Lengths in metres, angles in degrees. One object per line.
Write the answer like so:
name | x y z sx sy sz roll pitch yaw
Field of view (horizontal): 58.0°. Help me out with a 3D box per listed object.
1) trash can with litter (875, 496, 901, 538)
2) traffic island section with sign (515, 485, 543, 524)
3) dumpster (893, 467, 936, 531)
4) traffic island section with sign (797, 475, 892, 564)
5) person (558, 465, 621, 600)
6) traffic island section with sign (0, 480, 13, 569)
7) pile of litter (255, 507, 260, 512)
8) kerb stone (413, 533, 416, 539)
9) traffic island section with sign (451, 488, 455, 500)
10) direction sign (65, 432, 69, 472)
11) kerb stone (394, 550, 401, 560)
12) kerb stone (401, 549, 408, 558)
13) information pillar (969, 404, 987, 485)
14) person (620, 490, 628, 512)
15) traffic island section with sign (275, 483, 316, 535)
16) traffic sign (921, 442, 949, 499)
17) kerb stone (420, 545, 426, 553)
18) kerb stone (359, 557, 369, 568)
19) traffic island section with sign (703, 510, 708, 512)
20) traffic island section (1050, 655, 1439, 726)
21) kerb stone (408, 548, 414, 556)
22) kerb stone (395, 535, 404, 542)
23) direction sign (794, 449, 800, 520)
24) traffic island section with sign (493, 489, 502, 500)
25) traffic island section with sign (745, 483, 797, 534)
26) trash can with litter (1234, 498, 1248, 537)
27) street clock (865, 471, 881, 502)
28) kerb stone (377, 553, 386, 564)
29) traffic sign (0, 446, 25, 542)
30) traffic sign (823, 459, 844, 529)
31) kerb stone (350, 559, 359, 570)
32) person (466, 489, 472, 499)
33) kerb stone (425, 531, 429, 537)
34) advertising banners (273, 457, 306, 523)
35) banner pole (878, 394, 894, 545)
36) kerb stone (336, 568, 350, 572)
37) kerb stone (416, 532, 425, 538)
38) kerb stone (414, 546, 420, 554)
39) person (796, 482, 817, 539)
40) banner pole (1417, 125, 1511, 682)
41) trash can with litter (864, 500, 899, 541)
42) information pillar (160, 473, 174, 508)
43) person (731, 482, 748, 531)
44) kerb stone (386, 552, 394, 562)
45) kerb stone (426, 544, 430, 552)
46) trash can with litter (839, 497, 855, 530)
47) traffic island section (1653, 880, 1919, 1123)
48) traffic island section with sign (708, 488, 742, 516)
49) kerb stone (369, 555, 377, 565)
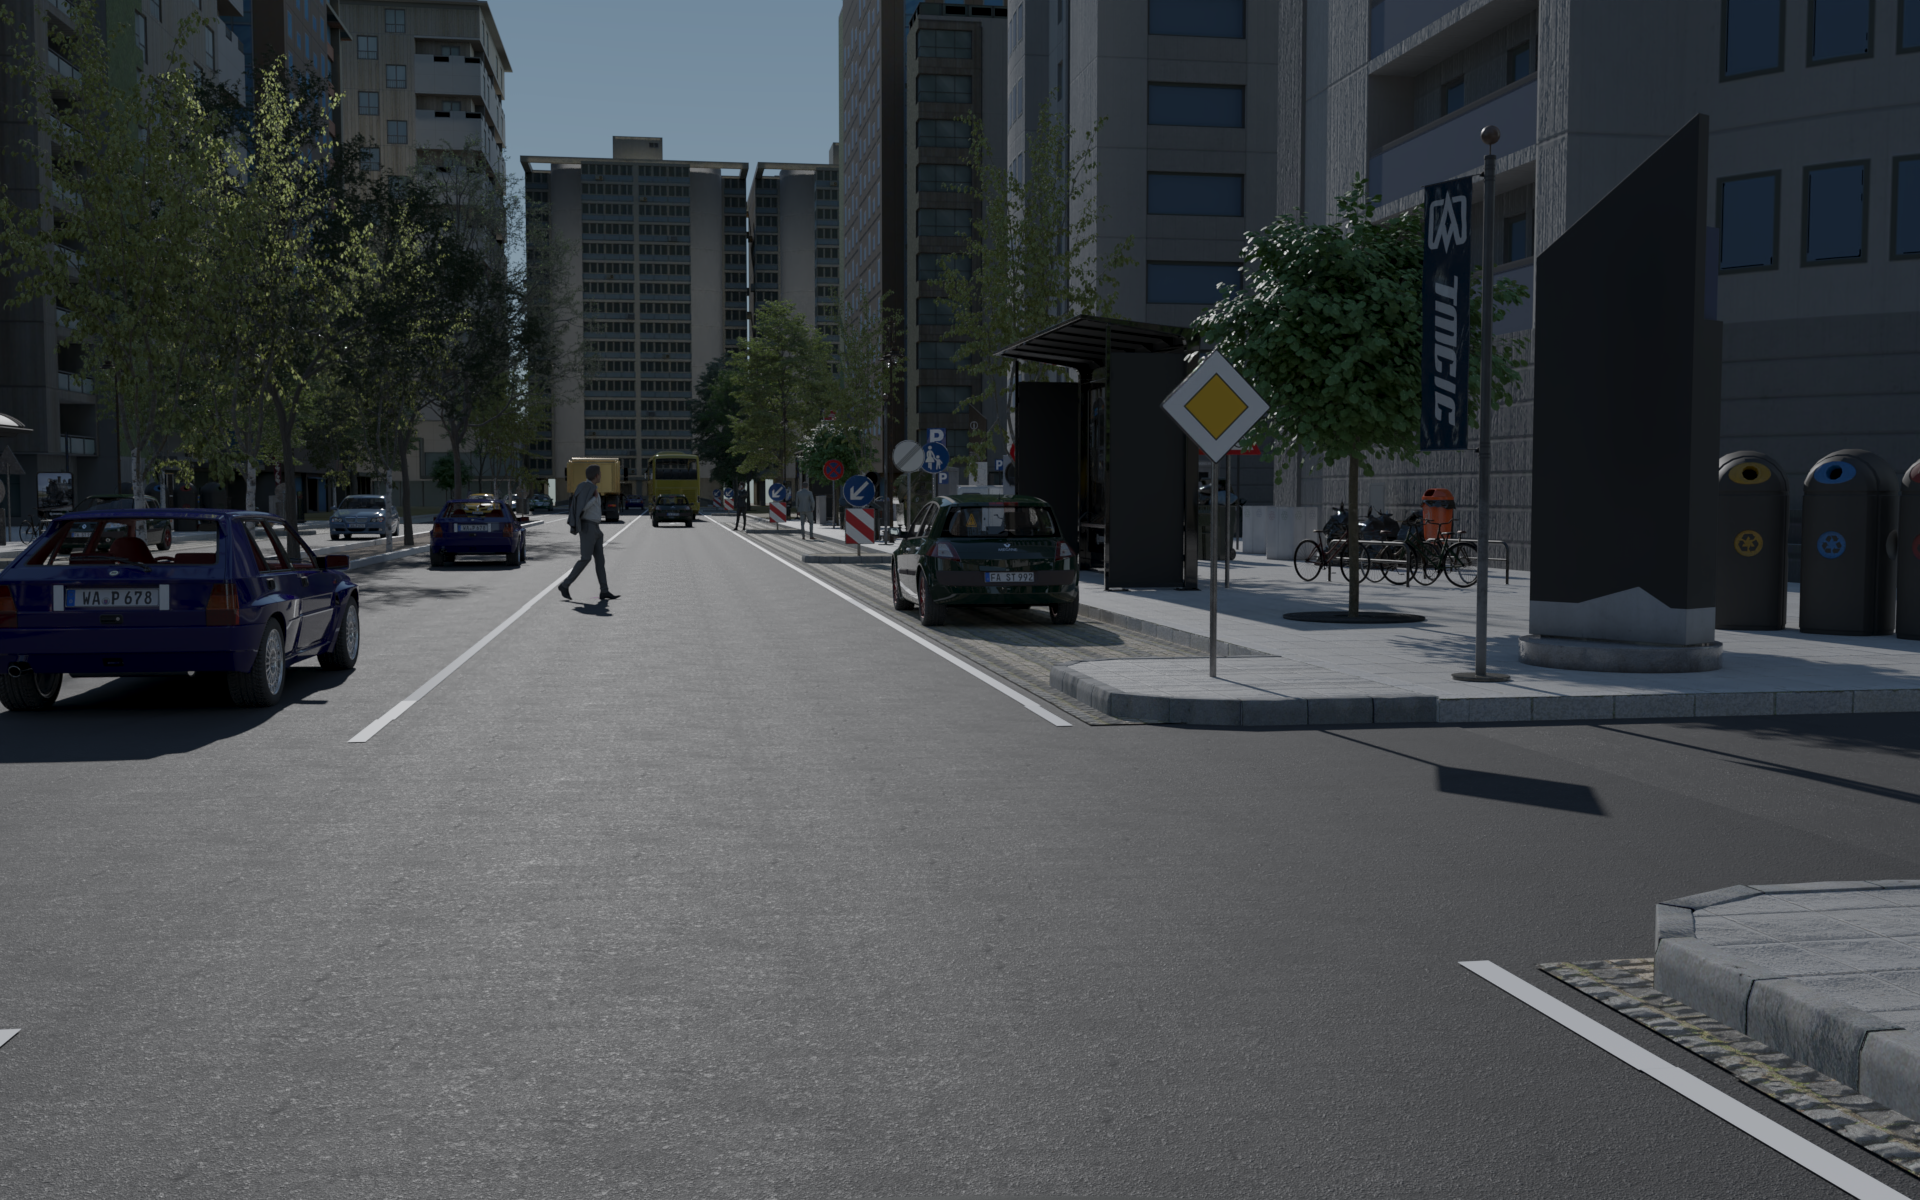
trash can with litter | -1.815 -2.401 50.311 2.233 1.210 1.678 -1 4 -20
traffic island section with sign | -21.311 -4.648 84.139 2.006 1.907 1.989 -1 4 -10
dumpster | -1.303 -3.127 53.627 1.502 2.255 1.985 -1 4 -9
traffic island section with sign | -2.306 -1.700 36.427 1.989 1.847 2.006 -1 4 -10
person | -5.040 -0.910 23.484 0.850 1.850 0.679 0 4 0
traffic island section with sign | -19.043 -1.529 33.621 1.989 1.847 2.006 -1 4 -10
pile of litter | -27.415 -3.301 67.940 1.176 0.858 1.719 1 4 10
kerb stone | -17.395 -1.985 54.655 0.120 0.150 1.000 -1 4 -10
traffic island section with sign | -31.897 -6.186 109.774 1.989 1.847 2.006 -1 4 -10
direction sign | -32.567 -4.356 63.210 0.379 3.537 0.876 -2 4 -31
kerb stone | -12.437 -0.960 37.899 0.120 0.150 1.000 -1 4 -10
kerb stone | -12.604 -1.022 38.908 0.120 0.150 1.000 -1 4 -10
information pillar | 0.454 -3.274 44.886 0.504 3.616 0.183 1 4 18
person | -26.887 -7.842 137.233 1.217 1.766 0.721 -3 4 -36
traffic island section with sign | -23.539 -3.157 60.250 1.989 1.847 2.006 -1 4 -10
traffic sign | -0.643 -2.582 42.322 0.768 2.556 0.104 0 4 -6
kerb stone | -13.117 -1.207 41.948 0.120 0.150 1.000 -1 4 -10
kerb stone | -11.746 -0.711 33.854 0.120 0.150 1.000 -1 4 -10
traffic island section with sign | -19.650 -7.979 139.089 1.989 1.847 2.006 -1 4 -10
traffic island section | 1.793 0.618 12.170 2.009 0.180 2.903 -1 4 -10
kerb stone | -12.780 -1.084 39.915 0.120 0.150 1.000 -1 4 -10
kerb stone | -17.056 -1.854 52.630 0.120 0.150 1.000 -1 4 -10
direction sign | -8.159 -5.797 86.781 0.379 3.537 0.876 -1 4 -15
traffic island section with sign | -36.379 -7.812 136.355 1.989 1.847 2.006 -1 4 -10
traffic island section with sign | -6.791 -3.326 63.008 1.989 1.847 2.006 -1 4 -10
trash can with litter | 8.023 -2.428 51.085 0.624 1.170 1.055 -2 4 -26
street clock | -2.791 -3.113 55.475 0.471 2.002 0.358 2 4 24
kerb stone | -12.095 -0.836 35.879 0.120 0.150 1.000 -1 4 -10
traffic sign | -25.595 -2.849 46.589 0.884 2.594 0.081 0 4 -4
traffic sign | -4.652 -3.897 63.826 0.768 2.556 0.104 0 4 -2
kerb stone | -11.584 -0.647 32.832 0.120 0.150 1.000 -1 4 -10
person | -31.683 -6.282 111.877 0.621 1.740 0.551 -1 4 -15
kerb stone | -17.906 -2.171 57.704 0.120 0.150 1.000 -1 4 -10
advertising banners | -29.645 -4.915 76.545 2.074 3.025 0.090 2 4 31
banner pole | -1.859 -3.250 43.149 0.401 3.779 0.863 0 4 0
kerb stone | -11.413 -0.588 31.821 0.120 0.150 1.000 -1 4 -10
kerb stone | -17.726 -2.109 56.685 0.120 0.150 1.000 -1 4 -10
kerb stone | -12.952 -1.146 40.926 0.120 0.150 1.000 -1 4 -10
person | -4.836 -2.798 54.346 0.635 1.810 0.391 0 4 6
banner pole | 3.495 -1.349 12.080 0.401 3.779 0.863 -2 4 -28
trash can with litter | -2.179 -2.213 47.576 1.055 1.170 0.624 1 4 20
information pillar | -27.804 -3.442 60.768 0.304 2.012 0.304 1 4 20
person | -8.547 -3.643 67.423 0.648 1.900 0.474 3 5 40
kerb stone | -12.261 -0.899 36.890 0.120 0.150 1.000 -1 4 -10
kerb stone | -13.283 -1.262 42.958 0.120 0.150 1.000 -1 4 -10
trash can with litter | -3.992 -3.102 62.101 0.624 1.170 1.055 -1 4 -14
traffic island section | 3.123 1.100 4.296 2.009 0.180 2.903 -1 4 -10
traffic island section with sign | -15.148 -6.354 112.511 1.989 1.847 2.006 -1 4 -10
kerb stone | -11.931 -0.773 34.863 0.120 0.150 1.000 -1 4 -10
